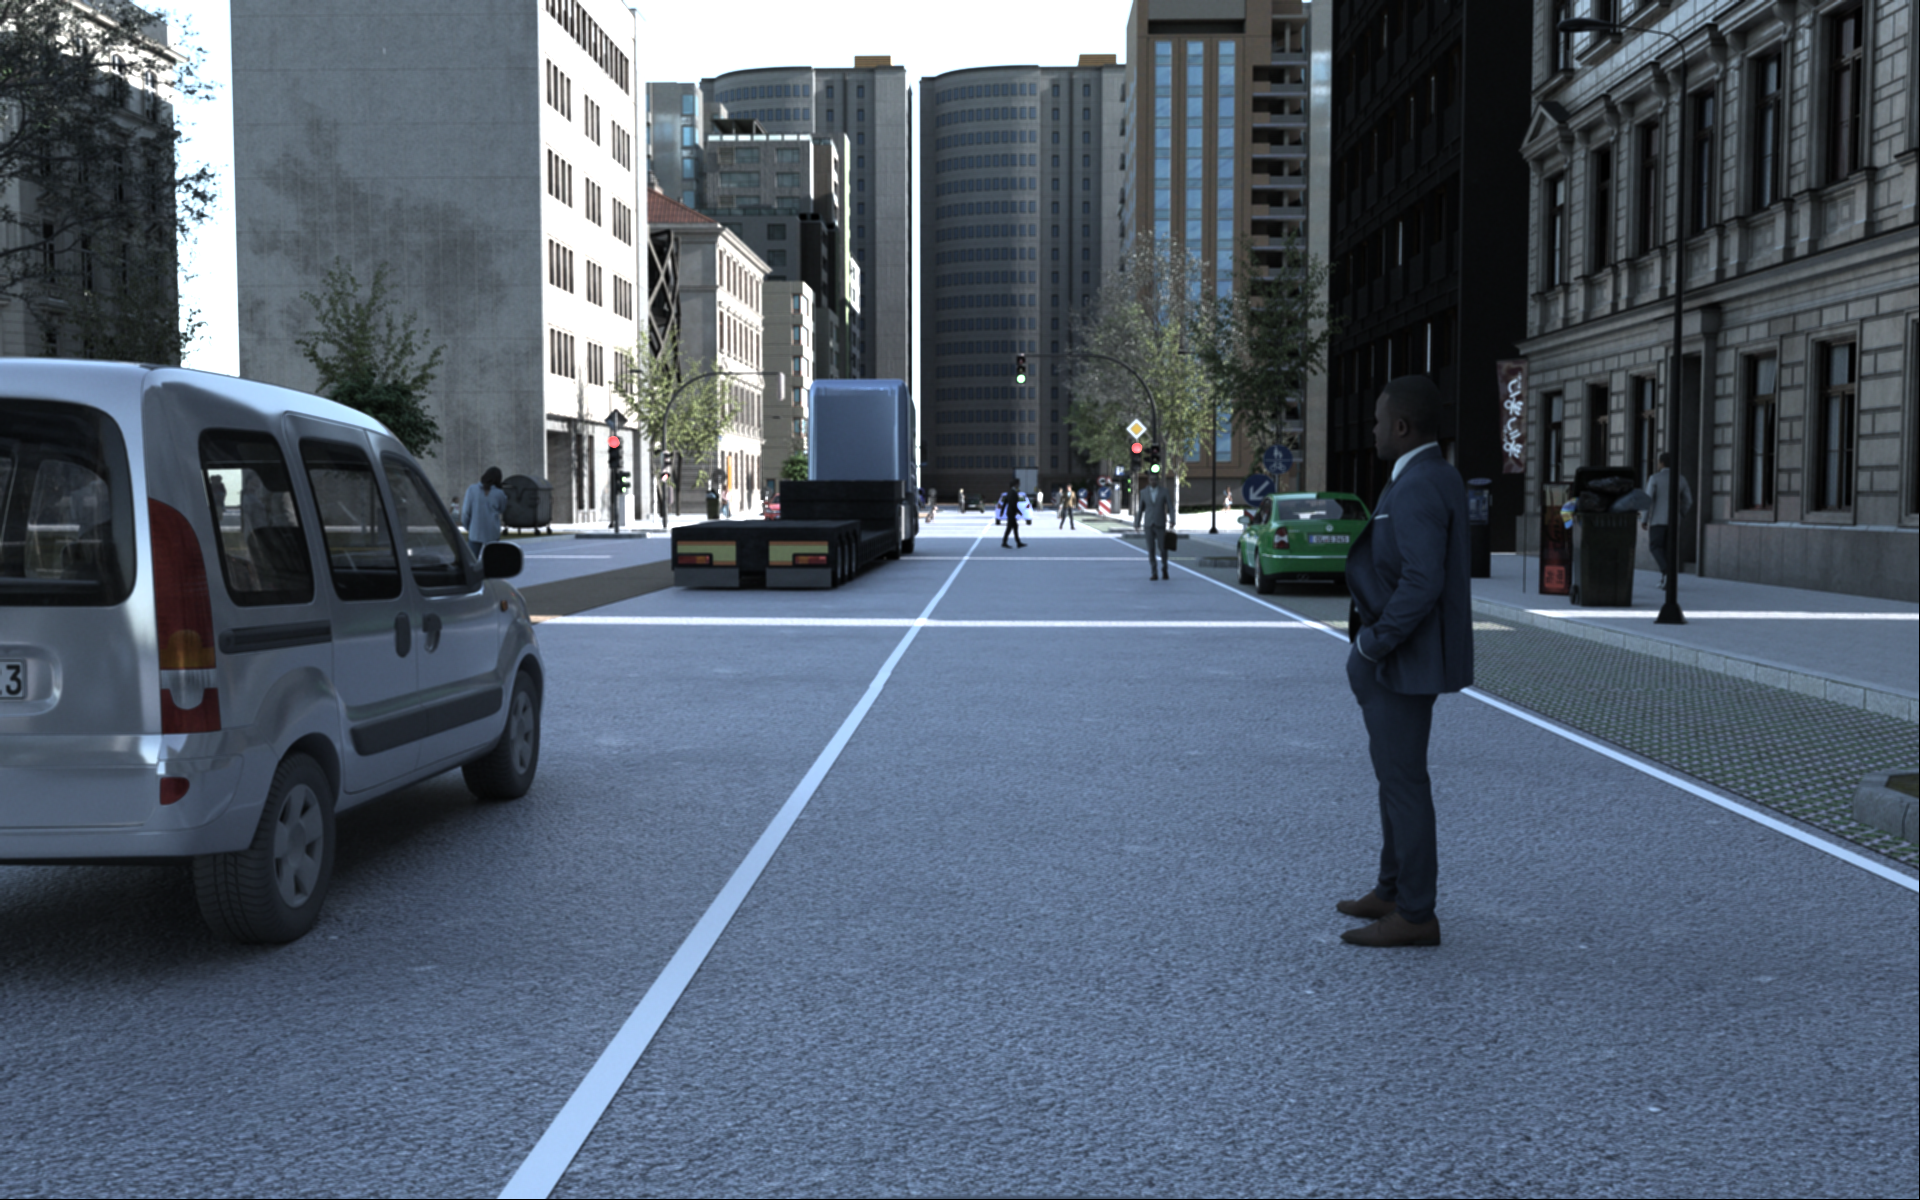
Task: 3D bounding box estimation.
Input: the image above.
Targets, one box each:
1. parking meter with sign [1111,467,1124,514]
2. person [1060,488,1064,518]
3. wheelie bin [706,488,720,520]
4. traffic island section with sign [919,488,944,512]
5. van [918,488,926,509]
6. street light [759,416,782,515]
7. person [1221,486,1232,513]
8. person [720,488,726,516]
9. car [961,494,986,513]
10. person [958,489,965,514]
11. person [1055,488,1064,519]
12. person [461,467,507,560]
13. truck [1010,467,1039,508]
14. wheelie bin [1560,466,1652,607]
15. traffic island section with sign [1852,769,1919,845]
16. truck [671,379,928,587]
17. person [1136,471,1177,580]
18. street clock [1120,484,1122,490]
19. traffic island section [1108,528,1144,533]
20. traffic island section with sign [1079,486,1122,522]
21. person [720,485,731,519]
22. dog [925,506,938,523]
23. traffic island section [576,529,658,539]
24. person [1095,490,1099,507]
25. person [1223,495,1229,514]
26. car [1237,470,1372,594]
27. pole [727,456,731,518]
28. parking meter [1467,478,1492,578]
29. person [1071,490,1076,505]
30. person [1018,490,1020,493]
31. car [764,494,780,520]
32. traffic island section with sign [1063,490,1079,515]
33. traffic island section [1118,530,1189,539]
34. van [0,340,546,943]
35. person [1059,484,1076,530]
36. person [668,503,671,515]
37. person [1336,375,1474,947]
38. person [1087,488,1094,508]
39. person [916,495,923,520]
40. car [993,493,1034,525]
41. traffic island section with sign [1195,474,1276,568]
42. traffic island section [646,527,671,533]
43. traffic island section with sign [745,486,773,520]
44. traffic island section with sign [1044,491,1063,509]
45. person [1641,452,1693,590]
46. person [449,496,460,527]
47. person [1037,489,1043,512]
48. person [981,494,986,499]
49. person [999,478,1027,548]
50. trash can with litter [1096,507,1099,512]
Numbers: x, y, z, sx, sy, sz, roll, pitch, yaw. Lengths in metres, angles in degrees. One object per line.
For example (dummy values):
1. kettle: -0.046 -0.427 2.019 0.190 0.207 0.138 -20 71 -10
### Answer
1. parking meter with sign: 9.972 -6.984 110.448 0.543 3.016 1.738 -1 4 -9
2. person: 5.906 -5.743 102.571 0.590 1.801 0.661 -1 4 -12
3. wheelie bin: -12.370 -4.808 86.526 0.693 1.594 0.980 -1 4 -13
4. traffic island section with sign: -2.265 -8.036 139.519 2.006 1.907 1.989 0 4 2
5. van: -4.472 -10.134 170.073 2.240 2.365 5.245 0 4 2
6. street light: -11.348 -8.021 103.691 1.470 5.913 1.316 0 4 2
7. person: 17.788 -6.670 115.185 0.778 1.811 0.616 -2 4 -24
8. person: -13.743 -5.743 100.775 0.643 1.720 0.563 0 4 -7
9. car: 0.970 -7.367 130.232 2.009 1.686 4.222 0 4 2
10. person: 0.129 -6.950 122.323 0.526 1.800 0.537 -1 4 -16
11. person: 5.808 -5.585 100.012 0.606 1.804 0.583 3 5 45
12. person: -6.245 -0.850 22.662 0.793 1.790 0.793 2 4 30
13. truck: 6.843 -11.886 183.245 2.839 4.237 11.283 0 4 0
14. wheelie bin: 7.415 -0.730 19.848 0.980 1.594 0.693 1 4 9
15. traffic island section with sign: 4.889 0.095 7.081 1.989 1.847 2.006 0 4 2
16. truck: -2.649 -2.758 34.855 2.967 4.110 18.799 0 4 3
17. person: 3.273 -1.239 28.881 0.709 1.813 0.853 1 4 11
18. street clock: 10.254 -6.595 112.406 0.358 2.002 0.471 -3 4 -38
19. traffic island section: 6.564 -2.578 64.430 2.009 0.180 2.903 0 4 2
20. traffic island section with sign: 7.289 -4.917 89.018 1.989 1.847 2.006 0 4 2
21. person: -12.086 -5.026 88.808 0.643 1.750 0.593 1 4 22
22. dog: -1.545 -4.247 86.274 0.800 0.831 0.513 2 4 34
23. traffic island section: -11.304 -2.122 56.968 2.009 0.180 2.903 0 4 2
24. person: 13.697 -10.185 173.244 0.621 1.740 0.551 -1 4 -21
25. person: 16.968 -6.082 110.494 0.382 1.210 0.505 1 4 12
26. car: 5.197 -1.048 25.931 1.959 1.807 4.718 0 4 4
27. pole: -12.540 -6.123 93.948 0.158 3.312 0.155 0 3 0
28. parking meter: 7.960 -1.112 26.586 0.372 1.533 0.369 0 3 0
29. person: 13.240 -12.214 205.823 0.705 1.814 1.350 -3 4 -39
30. person: 5.379 -9.158 158.263 0.705 1.821 1.348 0 4 7
31. car: -7.407 -4.063 75.469 2.155 1.783 4.494 0 4 2
32. traffic island section with sign: 8.086 -6.573 116.093 1.989 1.847 2.006 0 4 2
33. traffic island section: 6.330 -2.090 56.448 2.009 0.180 2.903 0 4 2
34. van: -2.900 0.006 6.907 2.013 2.044 4.112 0 4 1
35. person: 4.327 -3.763 69.936 0.656 1.842 0.836 -3 5 -44
36. person: -17.980 -6.137 106.355 0.580 1.828 0.573 -1 4 -15
37. person: 1.430 0.192 5.542 0.419 1.800 0.721 1 4 12
38. person: 12.061 -9.541 161.980 1.348 1.831 0.705 3 5 42
39. person: -1.943 -4.063 75.350 0.576 1.772 0.534 -3 5 -41
40. car: 2.498 -4.372 81.070 1.945 1.707 3.694 0 4 1
41. traffic island section with sign: 5.692 -1.566 34.234 1.989 1.847 2.006 0 4 2
42. traffic island section: -11.070 -2.610 64.950 2.009 0.180 2.903 0 4 2
43. traffic island section with sign: -10.012 -4.948 89.533 1.989 1.847 2.006 0 4 2
44. traffic island section with sign: 10.349 -11.316 193.650 1.989 1.847 2.006 0 4 2
45. person: 9.527 -1.065 23.299 0.661 1.843 0.795 0 4 -4
46. person: -15.094 -2.485 51.682 0.382 1.210 0.505 0 4 6
47. person: 6.272 -7.757 135.559 0.478 1.798 0.641 -1 4 -20
48. person: 2.425 -10.849 189.147 1.065 1.426 0.557 1 4 14
49. person: 1.456 -2.310 46.039 0.755 1.850 0.659 -1 4 -10
50. trash can with litter: 10.342 -6.968 125.314 0.624 1.170 1.055 3 4 38
